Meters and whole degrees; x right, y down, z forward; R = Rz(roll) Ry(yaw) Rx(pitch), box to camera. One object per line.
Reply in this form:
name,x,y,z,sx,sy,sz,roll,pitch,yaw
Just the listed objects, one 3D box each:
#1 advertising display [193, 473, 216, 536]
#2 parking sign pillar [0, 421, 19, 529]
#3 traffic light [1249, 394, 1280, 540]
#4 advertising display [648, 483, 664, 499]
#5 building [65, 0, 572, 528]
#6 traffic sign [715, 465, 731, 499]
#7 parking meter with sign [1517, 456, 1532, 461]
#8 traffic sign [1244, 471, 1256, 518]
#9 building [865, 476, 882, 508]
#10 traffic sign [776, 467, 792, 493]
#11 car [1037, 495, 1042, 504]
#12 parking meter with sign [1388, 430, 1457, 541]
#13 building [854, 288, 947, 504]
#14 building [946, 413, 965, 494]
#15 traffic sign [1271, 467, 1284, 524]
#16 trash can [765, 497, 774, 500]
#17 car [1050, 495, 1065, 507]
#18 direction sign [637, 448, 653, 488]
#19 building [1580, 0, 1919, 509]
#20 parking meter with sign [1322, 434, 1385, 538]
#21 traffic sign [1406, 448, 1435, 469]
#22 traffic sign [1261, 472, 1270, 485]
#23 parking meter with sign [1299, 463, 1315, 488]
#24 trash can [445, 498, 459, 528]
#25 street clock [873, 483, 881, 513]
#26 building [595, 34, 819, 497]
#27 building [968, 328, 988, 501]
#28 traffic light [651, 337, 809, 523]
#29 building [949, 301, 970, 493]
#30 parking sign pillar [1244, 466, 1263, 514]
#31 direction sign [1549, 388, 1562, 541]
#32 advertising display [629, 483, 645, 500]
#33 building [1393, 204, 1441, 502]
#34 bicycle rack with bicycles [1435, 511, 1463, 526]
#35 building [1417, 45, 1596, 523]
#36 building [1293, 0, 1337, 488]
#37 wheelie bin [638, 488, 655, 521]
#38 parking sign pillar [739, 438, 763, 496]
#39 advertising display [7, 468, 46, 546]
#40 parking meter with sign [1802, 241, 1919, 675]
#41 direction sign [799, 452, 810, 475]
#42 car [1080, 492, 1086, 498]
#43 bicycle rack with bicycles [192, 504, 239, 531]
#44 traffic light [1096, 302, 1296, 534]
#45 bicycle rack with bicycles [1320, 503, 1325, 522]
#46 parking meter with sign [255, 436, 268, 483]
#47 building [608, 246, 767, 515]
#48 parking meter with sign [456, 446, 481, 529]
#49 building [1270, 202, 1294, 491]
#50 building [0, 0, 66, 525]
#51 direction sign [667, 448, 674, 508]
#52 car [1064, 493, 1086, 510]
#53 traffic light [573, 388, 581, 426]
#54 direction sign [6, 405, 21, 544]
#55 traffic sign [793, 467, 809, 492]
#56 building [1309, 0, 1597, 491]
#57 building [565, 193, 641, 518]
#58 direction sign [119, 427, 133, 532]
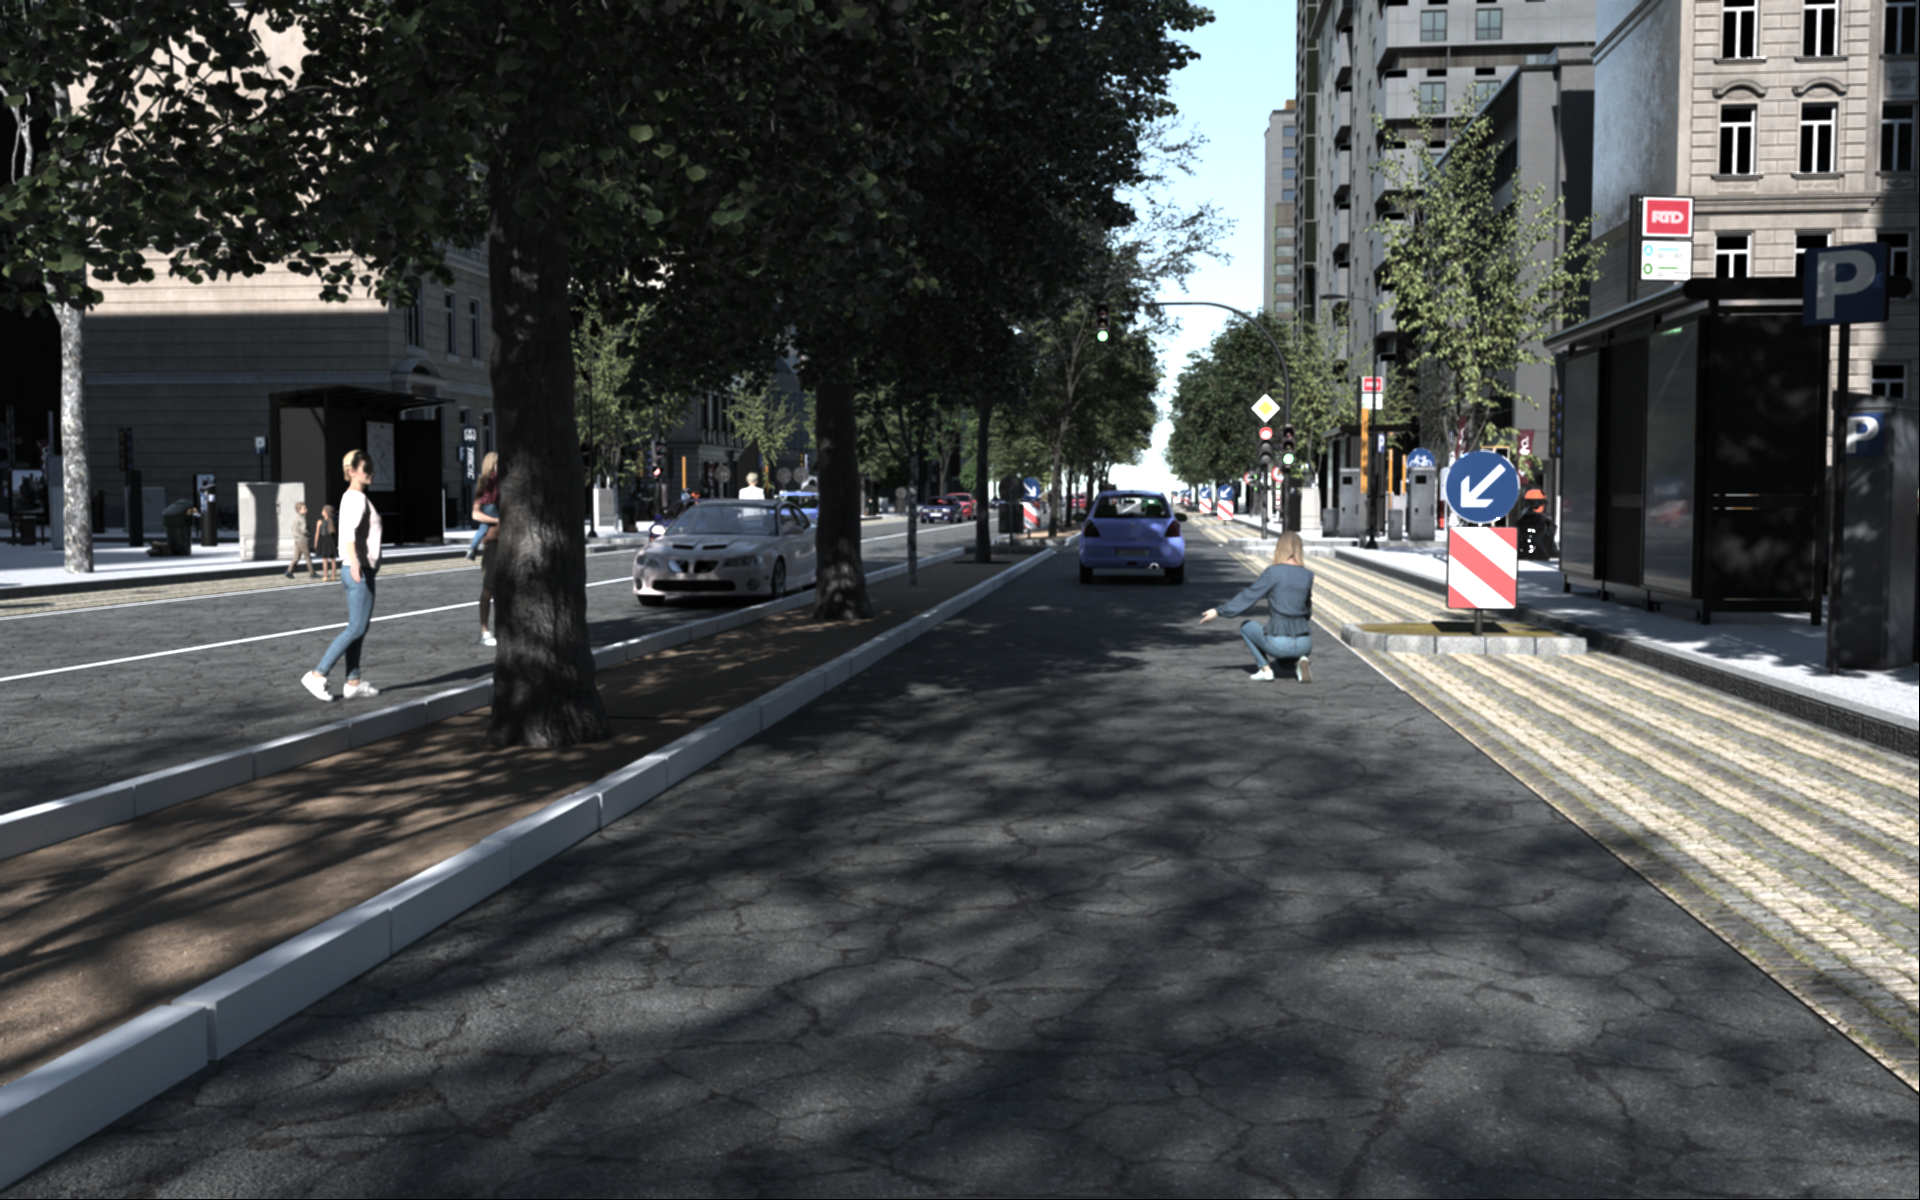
advertising display,-23.008,-2.910,52.785,0.123,1.923,0.974,1,4,11
parking sign pillar,-34.941,-4.605,63.771,1.447,3.967,1.447,1,4,19
traffic light,8.570,-3.661,48.784,0.839,4.253,0.868,0,4,6
advertising display,-17.876,-5.912,101.870,0.974,1.923,0.123,-1,4,-11
building,-26.194,-17.619,73.981,13.634,28.700,20.117,0,4,6
traffic sign,-10.503,-4.677,76.582,0.768,2.556,0.104,1,4,14
parking meter with sign,22.368,-4.479,69.485,0.543,3.016,1.738,2,4,35
traffic sign,15.845,-5.763,94.333,0.768,2.556,0.104,1,4,15
building,-24.491,-29.179,168.951,32.217,40.220,23.993,0,4,6
traffic sign,-8.441,-5.066,82.940,0.768,2.556,0.104,1,4,15
car,9.742,-12.399,215.304,1.945,1.354,3.894,0,4,7
parking meter with sign,12.655,-3.134,47.494,1.738,3.016,0.543,0,4,4
building,-9.478,-27.973,229.058,14.160,30.474,14.107,0,4,6
building,-9.979,-49.407,246.053,20.563,71.187,20.611,0,4,6
traffic sign,13.839,-4.573,74.880,0.768,2.556,0.104,1,4,13
trash can,-10.148,-4.878,91.410,0.748,1.137,0.748,0,3,0
car,11.033,-11.349,197.555,2.014,1.417,4.499,0,4,5
direction sign,-15.639,-5.752,86.044,0.876,3.537,0.379,-3,4,-37
building,36.456,-16.174,61.710,25.104,27.353,12.463,0,4,6
parking meter with sign,11.478,-3.328,50.671,1.738,3.016,0.543,2,4,35
traffic sign,12.740,-2.927,47.971,0.768,2.556,0.104,0,4,8
traffic sign,14.087,-4.778,80.253,0.606,2.300,0.079,1,4,11
parking meter with sign,19.318,-6.058,95.309,0.543,3.016,1.738,-1,4,-16
trash can,-19.182,-3.263,65.011,0.748,1.137,0.748,0,3,0
street clock,-5.409,-6.645,113.220,0.471,2.002,0.358,3,5,41
building,-22.231,-36.665,141.466,21.231,58.520,28.212,0,4,6
building,-3.104,-36.366,278.183,14.154,41.232,14.086,0,4,6
traffic light,-6.747,-4.639,50.508,4.771,5.953,1.251,0,4,6
building,-6.066,-37.558,264.184,14.600,45.320,14.200,0,4,6
parking sign pillar,19.446,-7.684,114.100,1.447,3.967,1.447,-2,4,-34
direction sign,12.825,-2.775,37.368,0.379,3.537,0.876,2,4,33
advertising display,-18.965,-5.912,101.870,0.974,1.923,0.123,1,4,12
building,35.873,-17.347,113.300,12.332,23.373,15.834,0,4,6
bicycle rack with bicycles,19.404,-3.292,67.206,2.852,0.926,2.925,0,4,2
building,33.316,-16.579,90.134,14.314,24.678,30.058,0,4,6
building,52.362,-48.141,225.352,20.563,71.187,20.611,0,4,6
wheelie bin,-15.014,-4.616,83.386,0.980,1.594,0.693,0,4,-1
parking sign pillar,-10.072,-5.804,83.366,1.447,3.967,1.447,3,5,44
advertising display,-23.284,-2.325,43.229,0.123,1.923,0.974,1,4,22
parking meter with sign,6.801,-1.012,12.803,1.738,3.016,0.543,-3,5,-45
direction sign,-8.311,-6.152,92.580,0.379,3.537,0.876,-3,5,-42
car,18.782,-15.335,259.400,2.281,1.827,5.304,0,4,6
bicycle rack with bicycles,-25.882,-2.912,60.999,2.925,0.926,2.852,-2,4,-33
traffic light,5.595,-4.053,40.938,4.771,5.953,1.251,0,4,6
bicycle rack with bicycles,14.926,-3.371,68.492,2.852,0.926,2.925,2,4,30
parking meter with sign,-20.663,-3.480,53.156,0.543,3.016,1.738,2,4,35
building,-19.750,-15.390,116.258,10.561,19.102,19.286,0,4,6
parking meter with sign,-17.350,-4.067,62.764,1.738,3.016,0.543,2,4,24
building,50.904,-34.267,243.852,14.154,41.232,14.086,0,4,6
building,-46.096,-14.740,70.671,15.834,23.373,12.332,0,4,6
direction sign,-14.354,-5.745,85.932,0.379,3.537,0.876,1,4,10
car,10.295,-8.797,152.871,2.155,1.783,4.494,0,4,4
traffic light,-9.722,-3.293,42.768,0.839,4.253,0.868,0,4,6
direction sign,-24.418,-3.219,44.628,0.379,3.537,0.876,-3,5,-39
traffic sign,-7.403,-4.924,80.615,0.768,2.556,0.104,0,4,8
building,49.934,-35.566,170.746,28.713,52.752,27.495,0,4,6
building,-26.182,-13.810,93.239,16.820,18.784,16.811,0,4,6
direction sign,-28.408,-4.101,59.045,0.876,3.537,0.379,3,4,38
